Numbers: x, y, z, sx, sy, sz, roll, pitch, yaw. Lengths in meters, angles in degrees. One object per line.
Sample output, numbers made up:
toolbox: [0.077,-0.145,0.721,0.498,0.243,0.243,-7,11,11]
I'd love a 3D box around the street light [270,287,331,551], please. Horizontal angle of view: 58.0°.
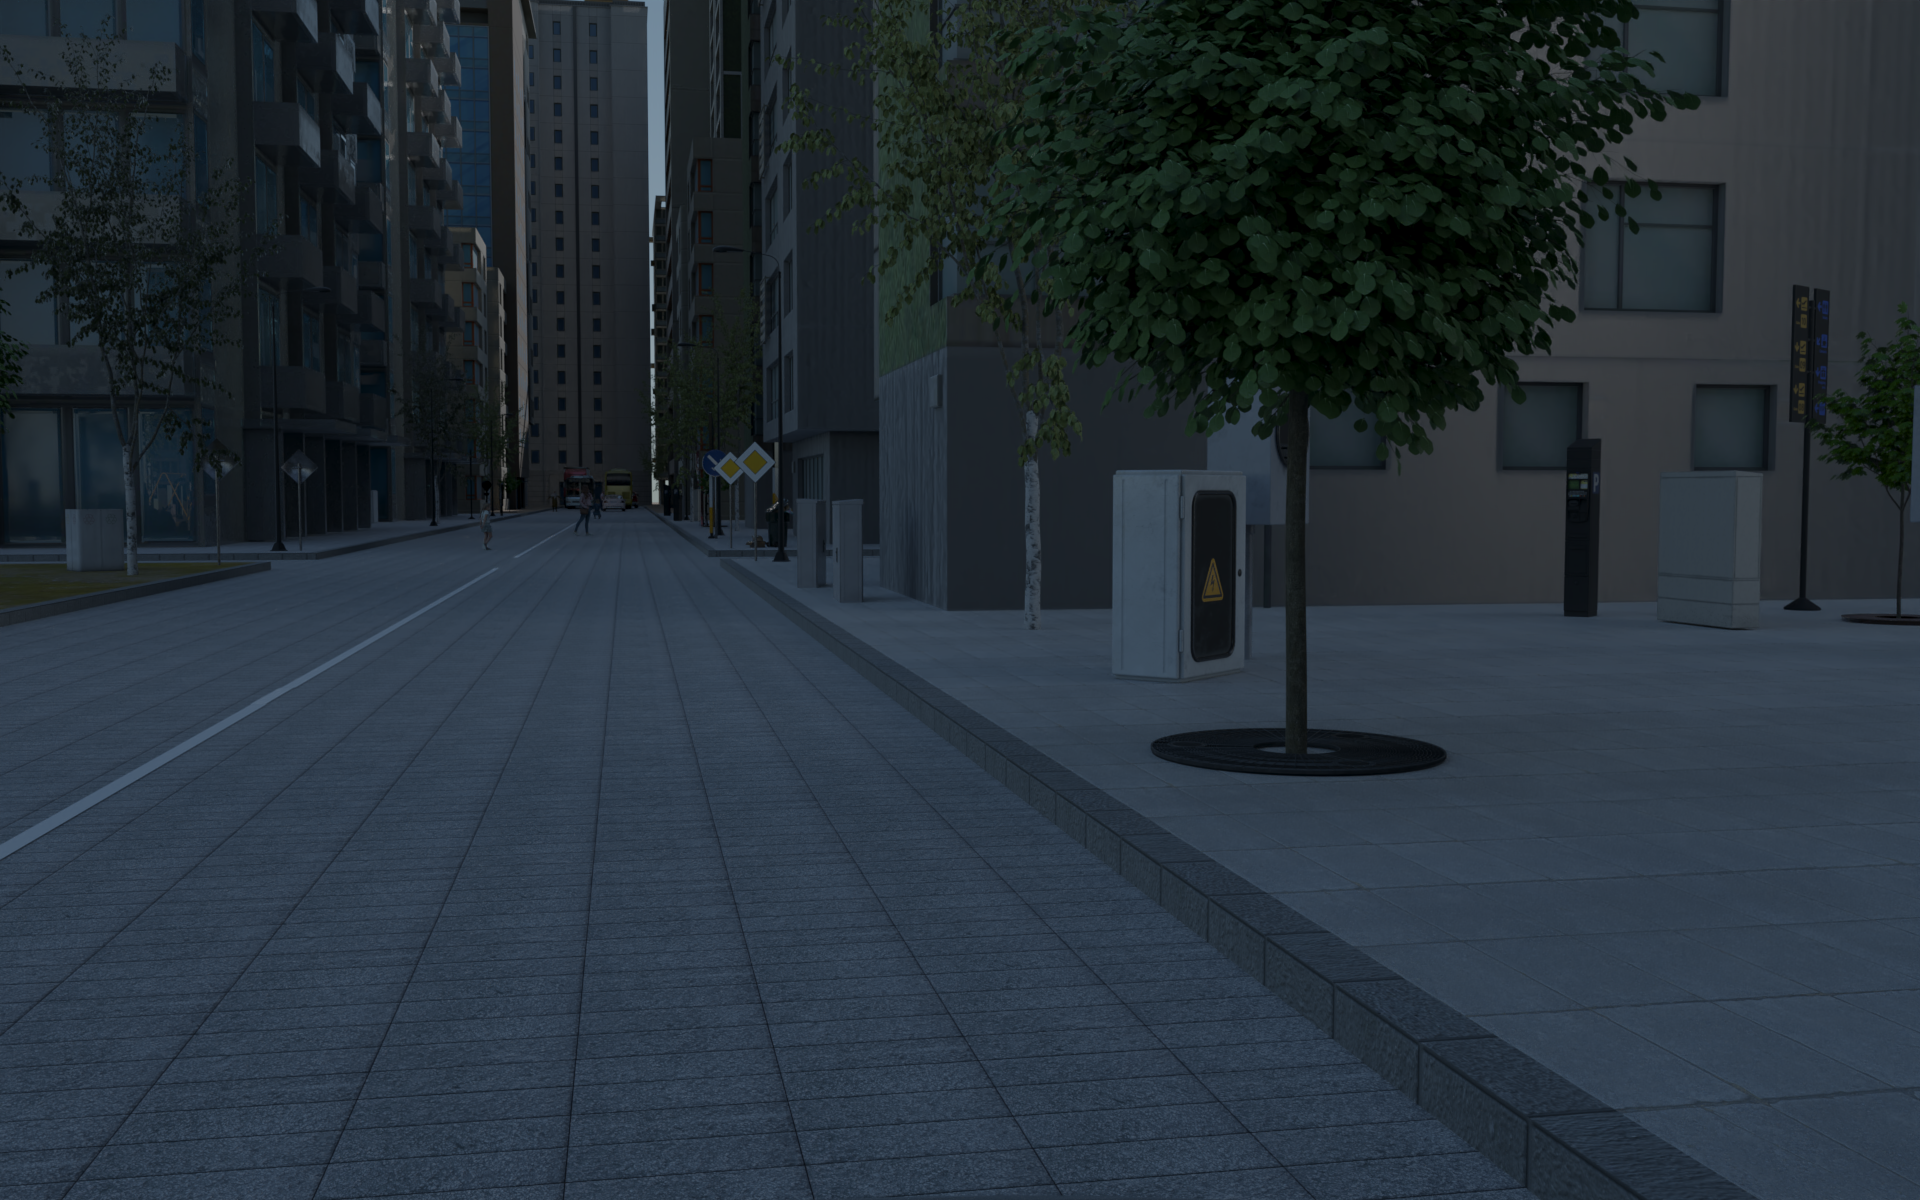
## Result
street light: [-14.796,-4.058,38.894,1.470,5.913,1.316,-1,4,-11]

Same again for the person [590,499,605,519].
person: [-21.059,-5.264,100.062,1.012,1.151,0.738,-1,4,-10]

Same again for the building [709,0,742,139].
building: [-9.824,-42.135,127.164,20.563,71.187,20.611,-1,4,-11]

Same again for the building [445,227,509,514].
building: [-47.652,-17.068,124.107,27.650,21.520,28.899,-1,4,-11]

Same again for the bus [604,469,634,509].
bus: [-32.961,-10.749,167.291,2.896,3.916,12.252,-1,4,-11]

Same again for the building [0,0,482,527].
building: [-37.755,-28.679,88.508,23.786,49.044,30.456,-1,4,-11]

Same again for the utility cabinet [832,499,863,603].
utility cabinet: [-1.368,-0.598,20.940,0.306,1.237,1.020,-1,4,-9]

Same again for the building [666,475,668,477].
building: [-17.621,-33.954,174.755,23.786,49.044,30.456,-1,4,-11]

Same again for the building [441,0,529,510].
building: [-44.141,-30.337,146.121,14.600,45.320,14.200,-1,4,-11]

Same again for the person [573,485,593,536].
person: [-13.013,-3.100,59.782,0.643,1.750,0.593,1,4,12]

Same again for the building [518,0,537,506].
building: [-55.848,-35.469,169.152,27.495,52.752,28.713,-1,4,-11]

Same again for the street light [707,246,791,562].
street light: [-3.931,-3.677,32.665,1.470,5.913,1.316,-1,4,-11]

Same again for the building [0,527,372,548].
building: [-29.965,-26.380,50.916,23.786,49.044,30.456,-1,4,-11]

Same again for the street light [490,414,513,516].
street light: [-26.450,-7.791,99.923,1.470,5.913,1.316,-1,4,-11]

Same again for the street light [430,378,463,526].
street light: [-20.531,-5.914,69.232,1.470,5.913,1.316,-1,4,-11]

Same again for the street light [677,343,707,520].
street light: [-7.976,-4.942,53.344,1.470,5.913,1.316,-1,4,-11]

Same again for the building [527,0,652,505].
building: [-51.001,-40.515,204.425,28.212,58.520,21.231,-1,4,-11]

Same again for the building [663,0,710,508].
building: [-14.282,-32.124,148.937,21.300,48.544,21.600,-1,4,-11]

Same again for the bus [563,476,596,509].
bus: [-36.680,-10.559,167.506,2.948,3.499,13.247,-1,4,-11]

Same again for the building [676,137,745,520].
building: [-2.037,-15.646,100.854,27.650,21.520,28.899,-1,4,-11]

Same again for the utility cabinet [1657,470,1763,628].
utility cabinet: [7.283,-0.499,16.836,0.318,1.500,1.173,-1,4,-12]

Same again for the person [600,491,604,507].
person: [-30.845,-8.578,149.682,0.436,1.711,0.756,-1,4,-12]

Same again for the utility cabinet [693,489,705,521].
utility cabinet: [-12.275,-4.470,81.766,0.318,1.500,1.173,1,4,16]

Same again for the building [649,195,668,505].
building: [-26.037,-31.973,214.631,23.993,40.220,32.217,-1,4,-11]

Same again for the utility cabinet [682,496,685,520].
utility cabinet: [-14.049,-4.627,86.816,0.306,1.237,1.020,-2,4,-23]

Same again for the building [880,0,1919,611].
building: [5.459,-20.927,25.756,14.154,41.232,14.086,-1,4,-11]

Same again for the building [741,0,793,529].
building: [-1.961,-18.282,70.608,14.160,30.474,14.107,-1,4,-11]

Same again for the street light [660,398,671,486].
street light: [-13.833,-6.822,84.086,1.470,5.913,1.316,-1,4,-11]

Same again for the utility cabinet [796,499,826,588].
utility cabinet: [-2.055,-0.792,24.116,0.306,1.237,1.020,0,4,2]

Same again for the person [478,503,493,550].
person: [-12.185,-1.883,44.305,0.382,1.210,0.505,-3,5,-44]

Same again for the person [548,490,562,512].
person: [-32.760,-8.001,140.054,1.217,1.736,0.721,-2,4,-24]

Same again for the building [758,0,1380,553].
building: [1.961,-22.233,47.101,14.086,41.232,14.154,-1,4,-11]
